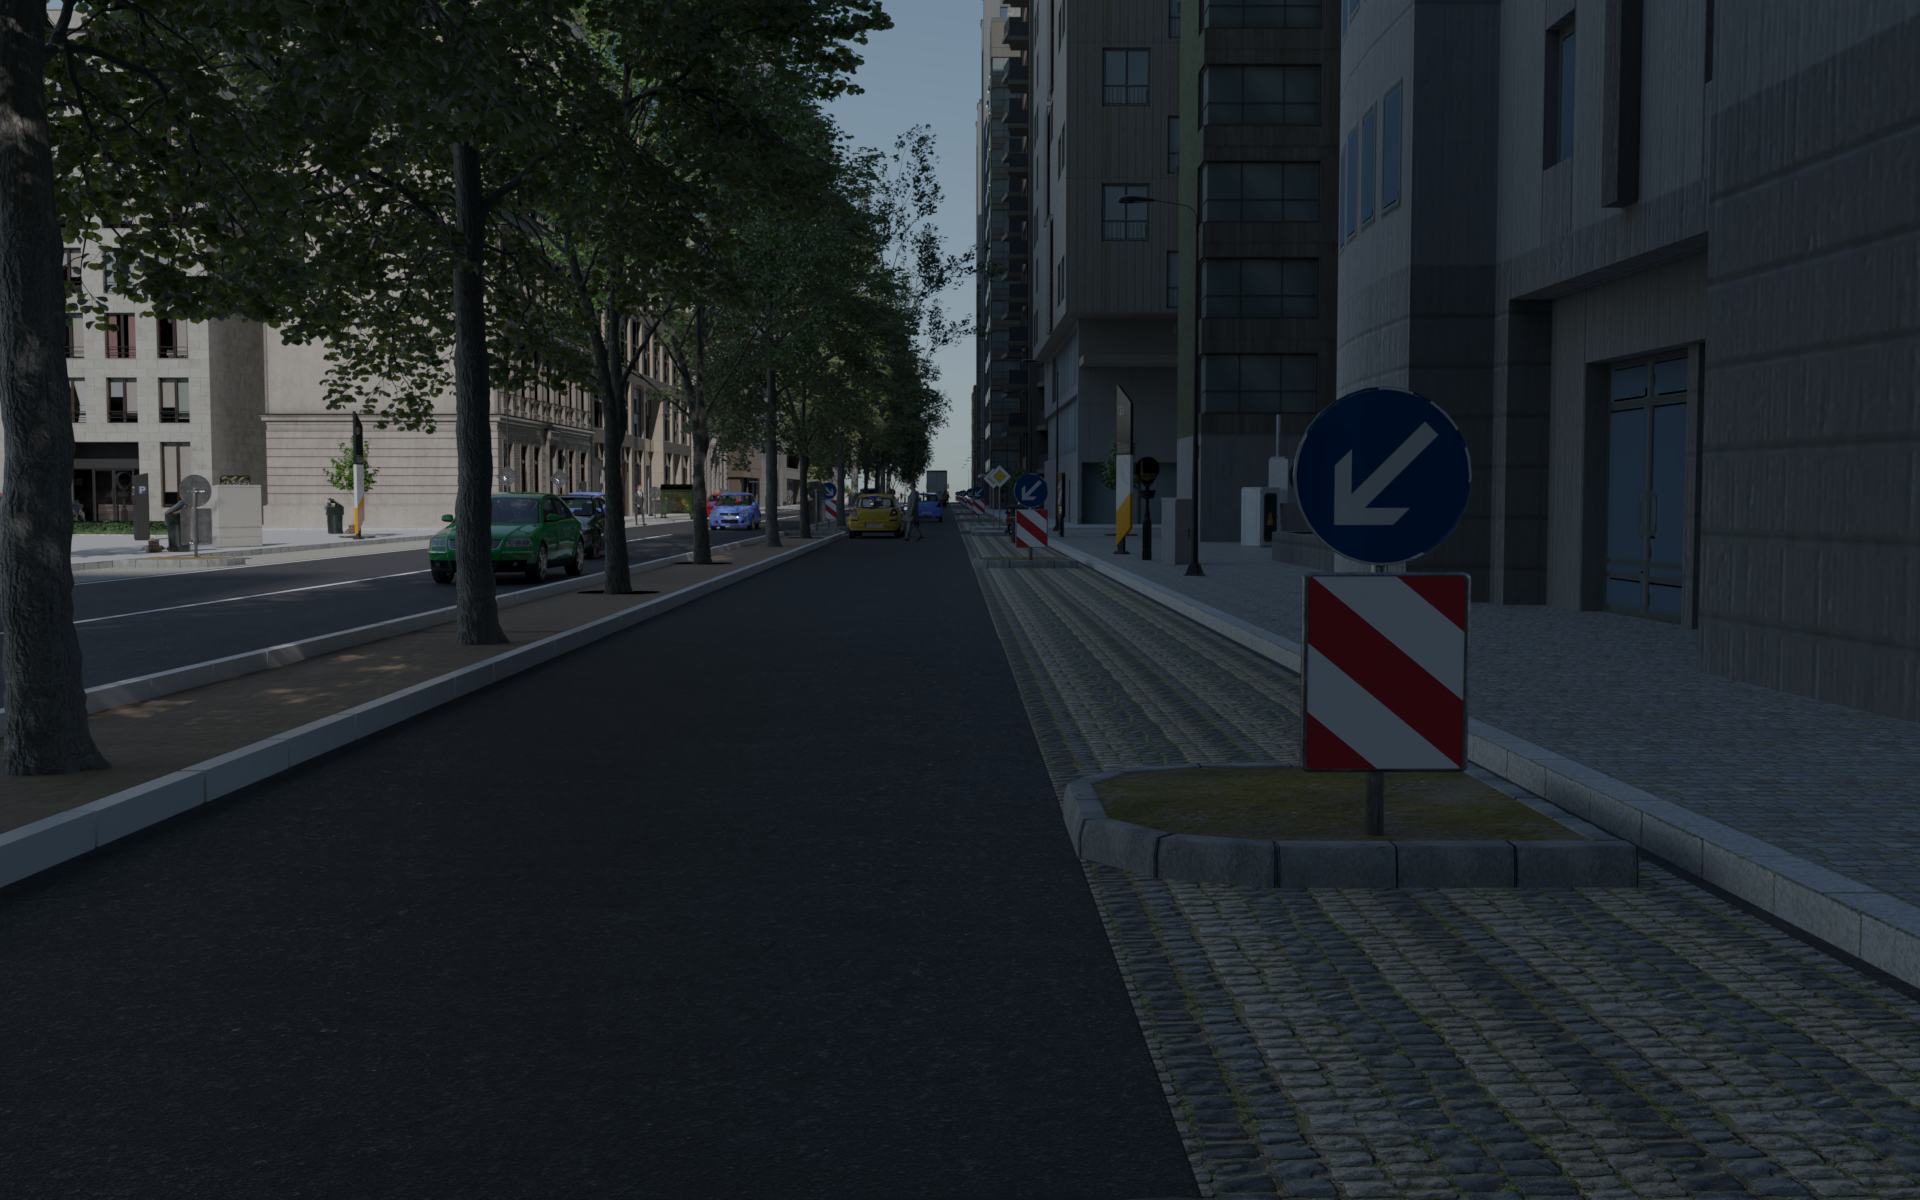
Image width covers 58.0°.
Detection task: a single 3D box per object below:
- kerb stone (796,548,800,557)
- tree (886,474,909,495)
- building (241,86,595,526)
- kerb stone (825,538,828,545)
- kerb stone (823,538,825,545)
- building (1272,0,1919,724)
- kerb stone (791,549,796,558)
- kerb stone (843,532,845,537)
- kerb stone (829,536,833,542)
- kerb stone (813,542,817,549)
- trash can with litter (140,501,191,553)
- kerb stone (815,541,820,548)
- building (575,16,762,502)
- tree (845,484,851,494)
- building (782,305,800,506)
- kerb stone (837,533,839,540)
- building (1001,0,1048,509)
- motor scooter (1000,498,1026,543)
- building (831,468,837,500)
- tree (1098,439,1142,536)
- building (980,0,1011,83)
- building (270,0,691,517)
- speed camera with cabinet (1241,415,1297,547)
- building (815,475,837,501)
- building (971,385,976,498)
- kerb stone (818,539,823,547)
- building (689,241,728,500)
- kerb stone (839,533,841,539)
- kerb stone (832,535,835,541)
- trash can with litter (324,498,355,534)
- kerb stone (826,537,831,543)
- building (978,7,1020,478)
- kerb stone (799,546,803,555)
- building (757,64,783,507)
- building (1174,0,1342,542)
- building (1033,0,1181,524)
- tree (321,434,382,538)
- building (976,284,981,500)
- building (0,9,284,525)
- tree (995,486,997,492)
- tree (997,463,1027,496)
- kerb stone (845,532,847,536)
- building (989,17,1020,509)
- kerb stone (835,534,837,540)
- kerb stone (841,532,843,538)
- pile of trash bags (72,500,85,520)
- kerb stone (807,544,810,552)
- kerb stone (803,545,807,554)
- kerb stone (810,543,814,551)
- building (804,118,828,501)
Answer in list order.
[{"bbox_3d":[-3.801,-1.040,39.319,0.120,0.150,1.000,0,4,0],"label":"kerb stone"},{"bbox_3d":[-5.427,-11.523,141.213,4.360,8.622,3.978,0,3,0],"label":"tree"},{"bbox_3d":[-22.994,-13.005,77.254,10.561,19.102,19.286,0,4,0],"label":"building"},{"bbox_3d":[-3.877,-1.605,48.520,0.120,0.150,1.000,0,4,0],"label":"kerb stone"},{"bbox_3d":[-3.860,-1.548,47.498,0.120,0.150,1.000,0,4,0],"label":"kerb stone"},{"bbox_3d":[15.749,-29.285,20.809,21.231,58.520,28.212,0,4,0],"label":"building"},{"bbox_3d":[-3.786,-0.984,38.291,0.120,0.150,1.000,0,4,0],"label":"kerb stone"},{"bbox_3d":[-3.931,-2.106,56.706,0.120,0.150,1.000,0,4,0],"label":"kerb stone"},{"bbox_3d":[-3.887,-1.731,50.570,0.120,0.150,1.000,0,4,0],"label":"kerb stone"},{"bbox_3d":[-3.838,-1.360,44.430,0.120,0.150,1.000,0,4,0],"label":"kerb stone"},{"bbox_3d":[-17.441,-1.636,38.141,1.055,1.170,0.624,-3,4,-39],"label":"trash can with litter"},{"bbox_3d":[-3.843,-1.420,45.454,0.120,0.150,1.000,0,4,0],"label":"kerb stone"},{"bbox_3d":[-24.896,-30.526,149.202,14.600,45.320,14.200,0,4,0],"label":"building"},{"bbox_3d":[-19.541,-18.664,299.760,1.663,3.219,1.824,0,3,0],"label":"tree"},{"bbox_3d":[-29.470,-34.977,195.568,21.300,48.544,21.600,0,4,0],"label":"building"},{"bbox_3d":[-3.911,-1.920,53.637,0.120,0.150,1.000,0,4,0],"label":"kerb stone"},{"bbox_3d":[14.326,-28.954,128.017,22.147,44.769,28.867,0,4,0],"label":"building"},{"bbox_3d":[1.598,-2.329,50.854,0.815,1.314,1.986,0,4,0],"label":"motor scooter"},{"bbox_3d":[-27.418,-37.127,290.624,14.154,41.232,14.086,0,4,0],"label":"building"},{"bbox_3d":[5.105,-3.599,53.438,1.663,3.219,1.824,0,3,0],"label":"tree"},{"bbox_3d":[12.995,-40.494,204.074,21.231,58.520,28.212,0,4,0],"label":"building"},{"bbox_3d":[-28.369,-18.314,103.957,19.350,26.468,34.151,0,4,0],"label":"building"},{"bbox_3d":[7.650,-2.947,42.519,0.660,3.252,2.038,3,4,38],"label":"speed camera with cabinet"},{"bbox_3d":[-30.195,-37.530,268.242,22.147,44.769,28.867,0,4,0],"label":"building"},{"bbox_3d":[15.877,-27.119,288.429,27.650,21.520,28.899,0,4,0],"label":"building"},{"bbox_3d":[-3.846,-1.485,46.476,0.120,0.150,1.000,0,4,0],"label":"kerb stone"},{"bbox_3d":[-23.712,-18.566,132.435,11.050,23.489,19.941,0,4,0],"label":"building"},{"bbox_3d":[-3.914,-1.986,54.661,0.120,0.150,1.000,0,4,0],"label":"kerb stone"},{"bbox_3d":[-3.888,-1.797,51.592,0.120,0.150,1.000,0,4,0],"label":"kerb stone"},{"bbox_3d":[-19.924,-2.721,55.877,1.055,1.170,0.624,-2,4,-29],"label":"trash can with litter"},{"bbox_3d":[-3.870,-1.669,49.548,0.120,0.150,1.000,0,4,0],"label":"kerb stone"},{"bbox_3d":[13.900,-33.974,175.090,23.786,49.044,30.456,0,4,0],"label":"building"},{"bbox_3d":[-3.810,-1.110,40.341,0.120,0.150,1.000,0,4,0],"label":"kerb stone"},{"bbox_3d":[-29.403,-38.406,169.933,21.231,58.520,28.212,0,4,0],"label":"building"},{"bbox_3d":[13.384,-17.160,52.267,14.160,30.474,14.107,0,4,0],"label":"building"},{"bbox_3d":[17.133,-30.188,82.814,27.495,52.752,28.713,0,4,0],"label":"building"},{"bbox_3d":[-17.699,-3.451,51.030,1.663,3.219,1.824,0,3,0],"label":"tree"},{"bbox_3d":[9.193,-28.533,238.216,14.160,30.474,14.107,0,4,0],"label":"building"},{"bbox_3d":[-37.468,-13.279,71.859,16.860,20.320,10.420,0,4,0],"label":"building"},{"bbox_3d":[3.572,-9.185,144.777,1.663,3.219,1.824,0,3,0],"label":"tree"},{"bbox_3d":[3.536,-6.799,105.763,1.663,3.219,1.824,0,3,0],"label":"tree"},{"bbox_3d":[-3.936,-2.163,57.739,0.120,0.150,1.000,0,4,0],"label":"kerb stone"},{"bbox_3d":[9.587,-28.693,152.727,14.154,41.232,14.086,0,4,0],"label":"building"},{"bbox_3d":[-3.899,-1.861,52.615,0.120,0.150,1.000,0,4,0],"label":"kerb stone"},{"bbox_3d":[-3.923,-2.048,55.684,0.120,0.150,1.000,0,4,0],"label":"kerb stone"},{"bbox_3d":[-31.080,-2.960,58.147,3.447,1.369,1.912,0,4,4],"label":"pile of trash bags"},{"bbox_3d":[-3.828,-1.235,42.386,0.120,0.150,1.000,0,4,0],"label":"kerb stone"},{"bbox_3d":[-3.814,-1.172,41.363,0.120,0.150,1.000,0,4,0],"label":"kerb stone"},{"bbox_3d":[-3.834,-1.293,43.408,0.120,0.150,1.000,0,4,0],"label":"kerb stone"},{"bbox_3d":[-32.509,-39.747,239.100,28.713,52.752,27.495,0,4,0],"label":"building"}]
